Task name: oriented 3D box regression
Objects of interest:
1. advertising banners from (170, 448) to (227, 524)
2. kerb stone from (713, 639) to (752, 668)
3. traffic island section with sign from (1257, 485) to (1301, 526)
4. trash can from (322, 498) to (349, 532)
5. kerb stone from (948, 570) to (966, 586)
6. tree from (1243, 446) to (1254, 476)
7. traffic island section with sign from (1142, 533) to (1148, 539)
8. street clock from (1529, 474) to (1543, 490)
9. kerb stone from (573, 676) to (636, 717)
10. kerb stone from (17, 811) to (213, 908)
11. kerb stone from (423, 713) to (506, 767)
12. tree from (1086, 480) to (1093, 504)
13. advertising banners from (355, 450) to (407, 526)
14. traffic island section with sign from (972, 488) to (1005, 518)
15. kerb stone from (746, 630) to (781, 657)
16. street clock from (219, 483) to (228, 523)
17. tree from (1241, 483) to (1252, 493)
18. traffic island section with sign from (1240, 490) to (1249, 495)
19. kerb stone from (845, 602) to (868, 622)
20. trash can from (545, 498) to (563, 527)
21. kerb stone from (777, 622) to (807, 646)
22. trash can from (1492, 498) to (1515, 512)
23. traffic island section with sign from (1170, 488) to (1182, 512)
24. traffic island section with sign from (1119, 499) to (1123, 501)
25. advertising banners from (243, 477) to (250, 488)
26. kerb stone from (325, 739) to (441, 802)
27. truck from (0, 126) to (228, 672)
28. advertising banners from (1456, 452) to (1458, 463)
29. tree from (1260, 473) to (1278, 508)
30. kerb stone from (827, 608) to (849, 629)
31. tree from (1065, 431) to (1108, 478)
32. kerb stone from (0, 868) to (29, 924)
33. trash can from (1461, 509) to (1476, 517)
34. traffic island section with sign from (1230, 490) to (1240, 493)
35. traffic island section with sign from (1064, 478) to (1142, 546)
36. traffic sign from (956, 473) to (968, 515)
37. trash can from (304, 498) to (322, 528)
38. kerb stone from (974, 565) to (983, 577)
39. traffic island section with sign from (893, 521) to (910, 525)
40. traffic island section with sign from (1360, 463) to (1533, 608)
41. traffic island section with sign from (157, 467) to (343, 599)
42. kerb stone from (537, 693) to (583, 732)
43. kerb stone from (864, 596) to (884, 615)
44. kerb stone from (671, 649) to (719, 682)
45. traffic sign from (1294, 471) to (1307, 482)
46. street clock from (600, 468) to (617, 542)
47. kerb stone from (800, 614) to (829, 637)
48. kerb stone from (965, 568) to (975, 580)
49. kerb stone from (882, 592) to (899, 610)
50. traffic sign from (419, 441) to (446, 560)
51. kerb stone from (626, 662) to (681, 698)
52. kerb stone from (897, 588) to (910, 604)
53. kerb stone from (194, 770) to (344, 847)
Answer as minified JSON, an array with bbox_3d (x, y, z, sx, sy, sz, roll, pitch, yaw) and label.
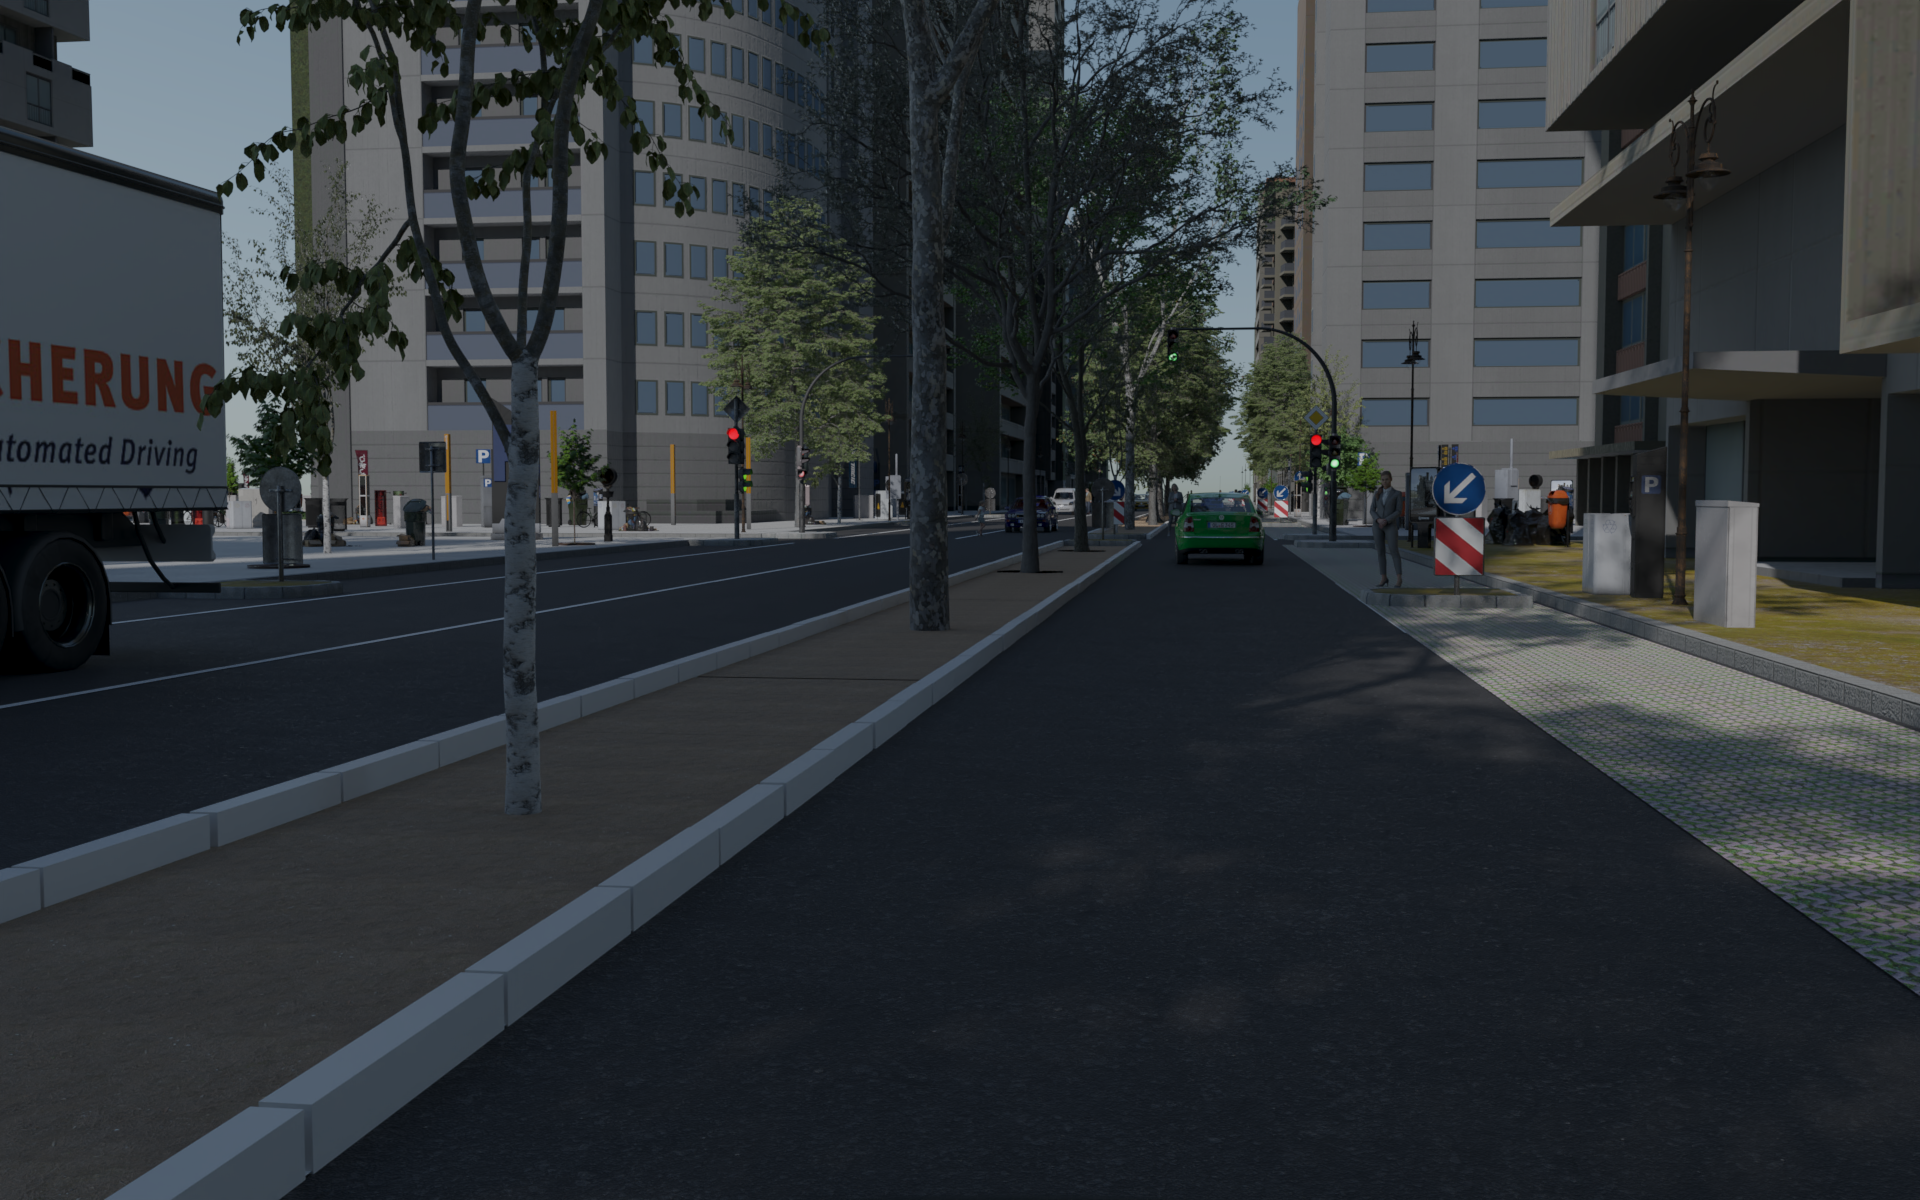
[{"bbox_3d":[-28.519,-4.196,64.798,2.074,3.025,0.090,-1,4,-22],"label":"advertising banners"},{"bbox_3d":[-1.962,0.466,14.587,0.120,0.150,1.000,1,4,8],"label":"kerb stone"},{"bbox_3d":[14.160,-4.191,77.147,1.989,1.847,2.006,1,4,8],"label":"traffic island section with sign"},{"bbox_3d":[-21.319,-2.915,59.319,0.748,1.137,0.748,0,3,0],"label":"trash can"},{"bbox_3d":[-0.066,-0.337,27.776,0.120,0.150,1.000,1,4,8],"label":"kerb stone"},{"bbox_3d":[37.339,-16.280,216.545,4.737,8.622,4.395,0,3,0],"label":"tree"},{"bbox_3d":[5.000,-2.898,55.521,2.006,1.907,1.989,1,4,8],"label":"traffic island section with sign"},{"bbox_3d":[21.272,-3.637,64.028,0.358,2.002,0.471,-2,4,-34],"label":"street clock"},{"bbox_3d":[-2.400,0.654,11.550,0.120,0.150,1.000,1,4,8],"label":"kerb stone"},{"bbox_3d":[-3.137,0.963,6.456,0.120,0.150,1.000,1,4,8],"label":"kerb stone"},{"bbox_3d":[-2.696,0.776,9.515,0.120,0.150,1.000,1,4,8],"label":"kerb stone"},{"bbox_3d":[17.843,-14.601,233.321,1.663,3.219,1.824,0,3,0],"label":"tree"},{"bbox_3d":[-23.091,-4.458,69.072,2.074,3.025,0.090,-3,5,-41],"label":"advertising banners"},{"bbox_3d":[1.868,-5.998,106.691,1.989,1.847,2.006,1,4,8],"label":"traffic island section with sign"},{"bbox_3d":[-1.815,0.407,15.599,0.120,0.150,1.000,1,4,8],"label":"kerb stone"},{"bbox_3d":[-32.682,-4.410,76.666,0.471,2.002,0.358,-3,4,-39],"label":"street clock"},{"bbox_3d":[44.185,-16.683,267.369,1.663,3.219,1.824,0,3,0],"label":"tree"},{"bbox_3d":[17.997,-5.823,103.829,1.989,1.847,2.006,1,4,8],"label":"traffic island section with sign"},{"bbox_3d":[-1.235,0.155,19.655,0.120,0.150,1.000,1,4,8],"label":"kerb stone"},{"bbox_3d":[-15.745,-3.397,67.189,0.748,1.137,0.748,0,3,0],"label":"trash can"},{"bbox_3d":[-1.669,0.348,16.611,0.120,0.150,1.000,1,4,8],"label":"kerb stone"},{"bbox_3d":[19.071,-3.007,60.812,0.748,1.137,0.748,0,3,0],"label":"trash can"},{"bbox_3d":[15.709,-7.447,129.895,2.006,1.907,1.989,1,4,8],"label":"traffic island section with sign"},{"bbox_3d":[24.645,-15.664,264.733,1.989,1.847,2.006,1,4,8],"label":"traffic island section with sign"},{"bbox_3d":[-53.935,-8.356,132.810,2.074,3.025,0.090,-2,4,-32],"label":"advertising banners"},{"bbox_3d":[-2.837,0.839,8.503,0.120,0.150,1.000,1,4,8],"label":"kerb stone"},{"bbox_3d":[-8.805,-1.339,10.805,2.839,4.237,11.283,0,4,8],"label":"truck"},{"bbox_3d":[20.628,-4.651,72.229,0.090,3.025,2.074,1,4,11],"label":"advertising banners"},{"bbox_3d":[28.747,-10.140,160.385,1.663,3.219,1.824,0,3,0],"label":"tree"},{"bbox_3d":[-1.383,0.224,18.637,0.120,0.150,1.000,1,4,8],"label":"kerb stone"},{"bbox_3d":[14.364,-16.713,207.676,8.767,10.594,7.601,0,4,6],"label":"tree"},{"bbox_3d":[-3.280,1.025,5.444,0.120,0.150,1.000,1,4,8],"label":"kerb stone"},{"bbox_3d":[16.880,-2.819,57.747,0.748,1.137,0.748,0,3,0],"label":"trash can"},{"bbox_3d":[25.144,-8.855,153.401,1.989,1.847,2.006,1,4,8],"label":"traffic island section with sign"},{"bbox_3d":[3.934,-2.450,48.190,2.006,1.907,1.989,1,4,8],"label":"traffic island section with sign"},{"bbox_3d":[0.107,-6.482,106.080,0.768,2.556,0.104,1,4,15],"label":"traffic sign"},{"bbox_3d":[-24.529,-3.309,65.750,0.748,1.137,0.748,0,3,0],"label":"trash can"},{"bbox_3d":[0.229,-0.463,29.807,0.120,0.150,1.000,1,4,8],"label":"kerb stone"},{"bbox_3d":[-1.975,-4.366,80.010,1.989,1.847,2.006,1,4,8],"label":"traffic island section with sign"},{"bbox_3d":[6.294,-0.856,22.624,1.989,1.847,2.006,1,4,8],"label":"traffic island section with sign"},{"bbox_3d":[-9.956,-0.980,24.645,1.989,1.847,2.006,1,4,8],"label":"traffic island section with sign"},{"bbox_3d":[-2.547,0.714,10.537,0.120,0.150,1.000,1,4,8],"label":"kerb stone"},{"bbox_3d":[-1.091,0.093,20.672,0.120,0.150,1.000,1,4,8],"label":"kerb stone"},{"bbox_3d":[-2.108,0.527,13.575,0.120,0.150,1.000,1,4,8],"label":"kerb stone"},{"bbox_3d":[18.956,-5.888,96.369,0.768,2.556,0.104,1,4,12],"label":"traffic sign"},{"bbox_3d":[-9.483,-2.574,46.657,0.471,2.002,0.358,1,4,9],"label":"street clock"},{"bbox_3d":[-1.529,0.283,17.624,0.120,0.150,1.000,1,4,8],"label":"kerb stone"},{"bbox_3d":[0.083,-0.404,28.796,0.120,0.150,1.000,1,4,8],"label":"kerb stone"},{"bbox_3d":[-0.939,0.031,21.690,0.120,0.150,1.000,1,4,8],"label":"kerb stone"},{"bbox_3d":[-10.271,-1.933,33.730,0.606,2.300,0.079,1,4,18],"label":"traffic sign"},{"bbox_3d":[-2.254,0.589,12.564,0.120,0.150,1.000,1,4,8],"label":"kerb stone"},{"bbox_3d":[-0.789,-0.031,22.701,0.120,0.150,1.000,1,4,8],"label":"kerb stone"},{"bbox_3d":[-2.979,0.900,7.482,0.120,0.150,1.000,1,4,8],"label":"kerb stone"}]
